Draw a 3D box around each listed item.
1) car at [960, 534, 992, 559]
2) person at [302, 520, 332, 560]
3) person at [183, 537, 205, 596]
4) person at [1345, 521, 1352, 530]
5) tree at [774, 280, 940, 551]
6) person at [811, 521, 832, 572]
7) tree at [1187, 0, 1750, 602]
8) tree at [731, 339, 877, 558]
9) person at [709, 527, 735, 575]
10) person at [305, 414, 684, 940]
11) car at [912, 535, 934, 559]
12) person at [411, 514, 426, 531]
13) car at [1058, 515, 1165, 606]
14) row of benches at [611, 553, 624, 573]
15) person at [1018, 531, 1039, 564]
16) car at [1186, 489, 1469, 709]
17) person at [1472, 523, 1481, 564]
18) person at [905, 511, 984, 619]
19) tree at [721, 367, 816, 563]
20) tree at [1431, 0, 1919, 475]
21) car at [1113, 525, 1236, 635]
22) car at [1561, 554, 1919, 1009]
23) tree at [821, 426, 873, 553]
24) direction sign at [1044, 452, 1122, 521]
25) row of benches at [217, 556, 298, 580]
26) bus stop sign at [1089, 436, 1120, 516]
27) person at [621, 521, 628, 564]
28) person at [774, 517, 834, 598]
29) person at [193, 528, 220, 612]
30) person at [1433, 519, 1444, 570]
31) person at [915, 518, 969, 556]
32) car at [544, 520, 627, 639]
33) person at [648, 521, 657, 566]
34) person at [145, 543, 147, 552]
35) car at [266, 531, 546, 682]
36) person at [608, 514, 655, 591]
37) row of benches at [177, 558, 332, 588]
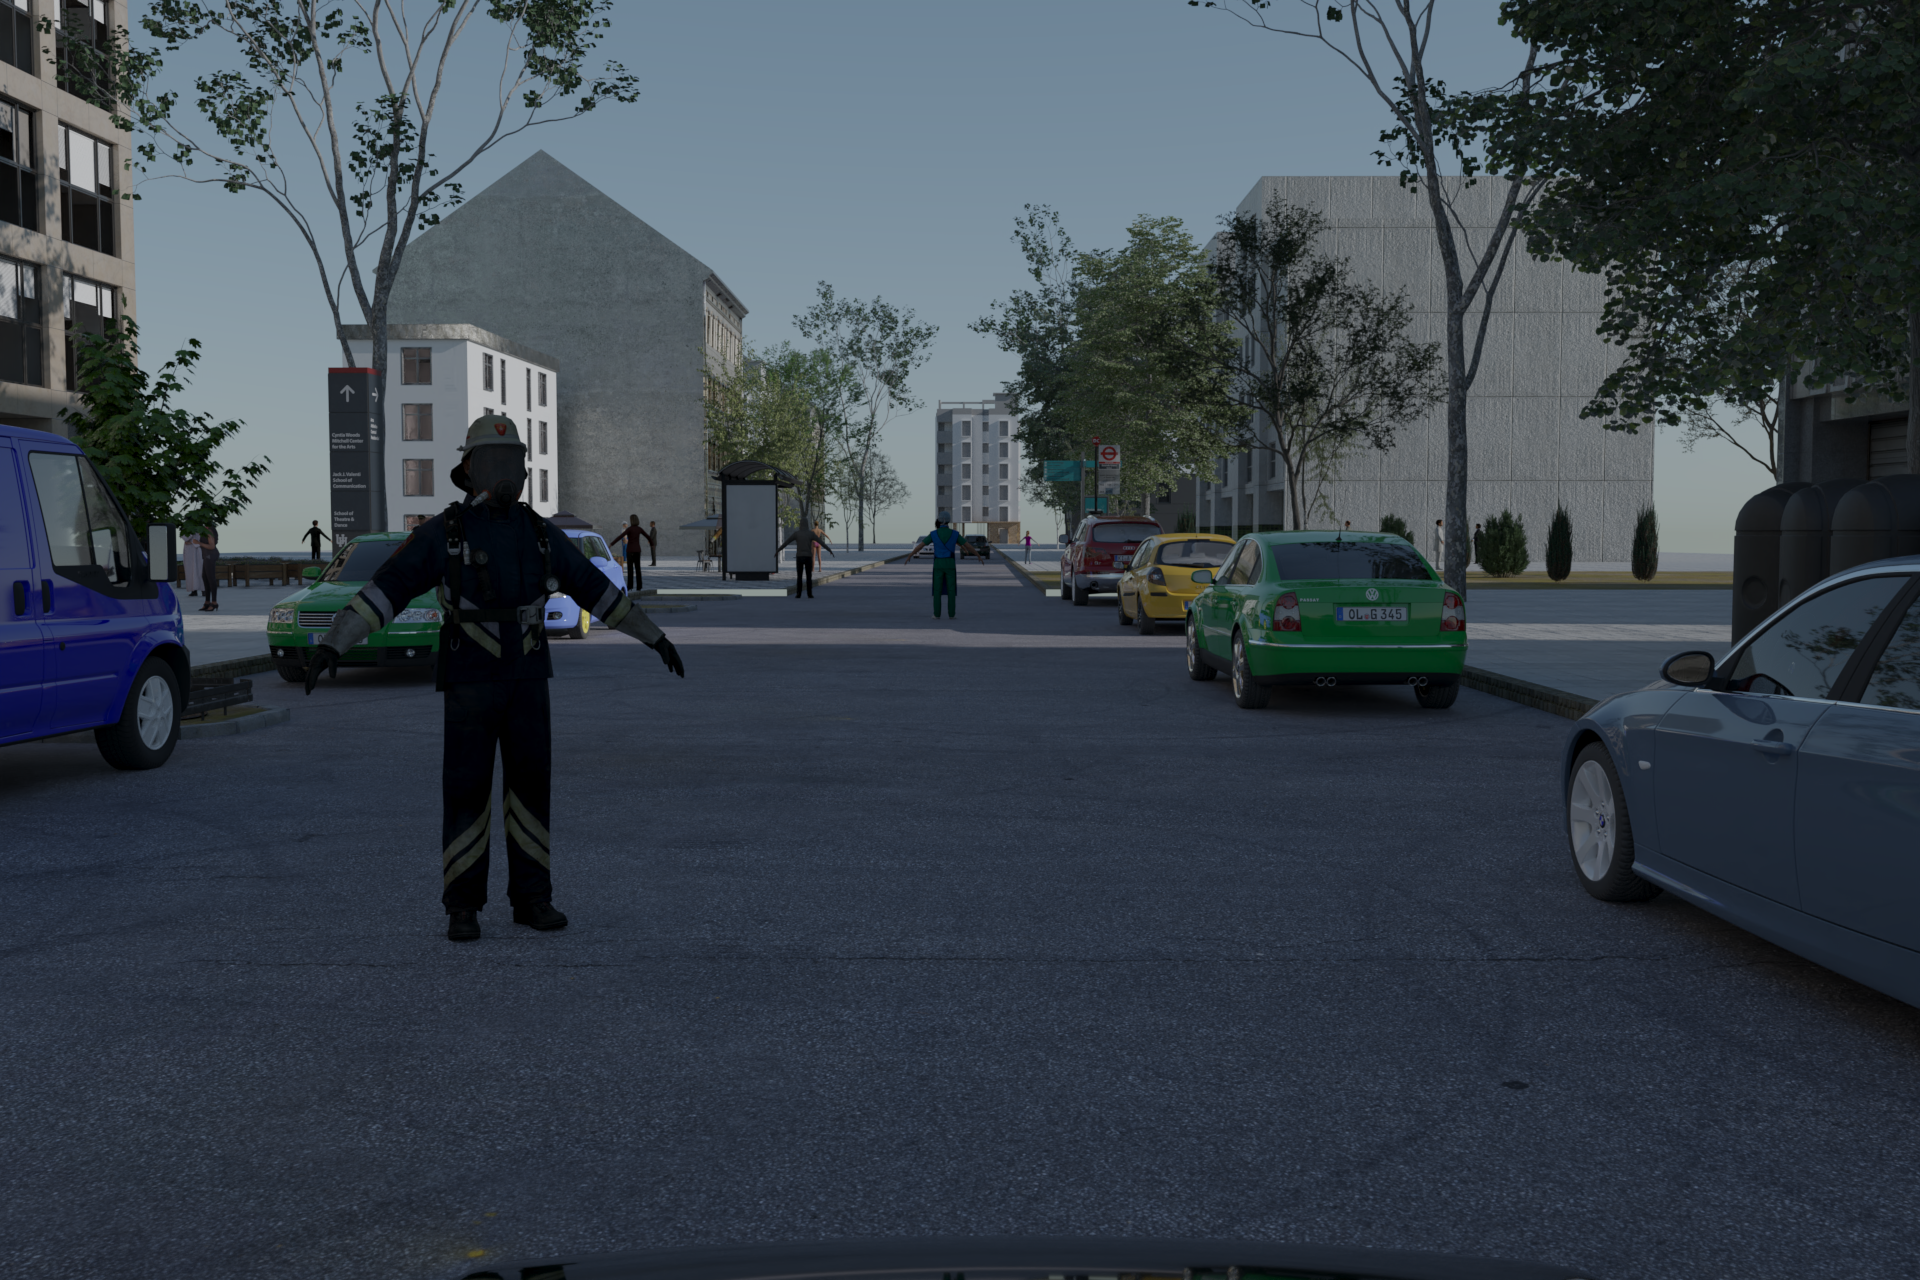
[{"bbox_3d":[0.856,-5.488,99.511,2.009,1.686,4.222,0,3,0],"label":"car"},{"bbox_3d":[-23.921,-3.559,64.370,1.347,1.806,0.705,1,4,15],"label":"person"},{"bbox_3d":[-15.765,-1.769,35.642,0.551,1.740,0.621,-2,4,-32],"label":"person"},{"bbox_3d":[14.709,-3.643,65.841,0.705,1.796,1.348,3,4,36],"label":"person"},{"bbox_3d":[-7.952,-16.722,129.298,12.611,20.169,13.585,0,3,0],"label":"tree"},{"bbox_3d":[-4.914,-3.187,58.909,1.217,1.733,0.721,-2,4,-23],"label":"person"},{"bbox_3d":[9.668,-10.700,30.837,12.611,20.169,13.585,0,3,0],"label":"tree"},{"bbox_3d":[-8.260,-10.151,91.718,9.928,11.665,9.643,0,3,0],"label":"tree"},{"bbox_3d":[-7.323,-2.988,54.620,1.354,1.858,0.705,-2,4,-30],"label":"person"},{"bbox_3d":[-1.656,0.124,6.213,1.354,1.856,0.705,-2,4,-32],"label":"person"},{"bbox_3d":[-1.805,-5.538,102.910,2.083,1.381,4.827,0,4,1],"label":"car"},{"bbox_3d":[-15.236,-2.636,49.027,1.347,1.837,0.705,0,4,-2],"label":"person"},{"bbox_3d":[3.243,-1.683,36.183,2.281,1.827,5.304,0,4,-1],"label":"car"},{"bbox_3d":[-12.860,-2.506,56.430,4.104,0.672,1.422,-2,4,-31],"label":"row of benches"},{"bbox_3d":[2.913,-3.937,73.636,0.991,1.433,0.599,2,4,25],"label":"person"},{"bbox_3d":[3.146,-0.415,15.580,1.959,1.807,4.718,0,4,-1],"label":"car"},{"bbox_3d":[22.152,-4.139,74.397,0.721,1.740,1.216,2,4,31],"label":"person"},{"bbox_3d":[-0.262,-1.263,29.235,1.347,1.817,0.704,0,4,-2],"label":"person"},{"bbox_3d":[-8.076,-7.666,75.707,4.737,8.622,4.395,0,3,0],"label":"tree"},{"bbox_3d":[8.975,-6.666,15.650,9.857,13.997,8.962,0,3,0],"label":"tree"},{"bbox_3d":[3.366,-0.969,26.072,2.015,1.641,3.980,0,4,-1],"label":"car"},{"bbox_3d":[3.349,0.410,5.302,2.014,1.417,4.499,0,4,0],"label":"car"},{"bbox_3d":[-7.634,-10.258,118.076,4.360,8.622,3.978,0,3,0],"label":"tree"},{"bbox_3d":[3.979,-4.089,55.622,2.525,3.948,1.411,0,3,0],"label":"direction sign"},{"bbox_3d":[-20.474,-2.068,49.269,4.104,0.672,1.422,2,4,30],"label":"row of benches"},{"bbox_3d":[3.942,-3.591,47.411,0.855,3.939,0.416,0,4,-1],"label":"bus stop sign"},{"bbox_3d":[-14.533,-4.243,75.228,0.705,1.847,1.347,-1,4,-11],"label":"person"},{"bbox_3d":[-3.478,-1.840,38.667,1.348,1.813,0.705,0,4,-4],"label":"person"},{"bbox_3d":[-12.542,-1.300,28.762,0.593,1.643,0.415,2,4,27],"label":"person"},{"bbox_3d":[17.162,-3.411,61.951,0.705,1.806,1.347,1,4,13],"label":"person"},{"bbox_3d":[-0.464,-2.118,43.231,1.345,1.843,0.704,1,4,8],"label":"person"},{"bbox_3d":[-5.912,-0.926,24.724,1.945,1.707,3.694,0,4,1],"label":"car"},{"bbox_3d":[-12.269,-3.844,69.066,0.704,1.802,1.346,0,4,-4],"label":"person"},{"bbox_3d":[-20.730,-2.329,44.213,1.346,1.812,0.704,1,4,21],"label":"person"},{"bbox_3d":[-5.670,-0.573,18.164,1.959,1.807,4.718,0,4,1],"label":"car"},{"bbox_3d":[-7.396,-1.973,39.059,1.215,1.729,0.721,-3,5,-42],"label":"person"},{"bbox_3d":[-17.266,-1.676,42.867,1.422,0.672,4.104,3,4,37],"label":"row of benches"}]
